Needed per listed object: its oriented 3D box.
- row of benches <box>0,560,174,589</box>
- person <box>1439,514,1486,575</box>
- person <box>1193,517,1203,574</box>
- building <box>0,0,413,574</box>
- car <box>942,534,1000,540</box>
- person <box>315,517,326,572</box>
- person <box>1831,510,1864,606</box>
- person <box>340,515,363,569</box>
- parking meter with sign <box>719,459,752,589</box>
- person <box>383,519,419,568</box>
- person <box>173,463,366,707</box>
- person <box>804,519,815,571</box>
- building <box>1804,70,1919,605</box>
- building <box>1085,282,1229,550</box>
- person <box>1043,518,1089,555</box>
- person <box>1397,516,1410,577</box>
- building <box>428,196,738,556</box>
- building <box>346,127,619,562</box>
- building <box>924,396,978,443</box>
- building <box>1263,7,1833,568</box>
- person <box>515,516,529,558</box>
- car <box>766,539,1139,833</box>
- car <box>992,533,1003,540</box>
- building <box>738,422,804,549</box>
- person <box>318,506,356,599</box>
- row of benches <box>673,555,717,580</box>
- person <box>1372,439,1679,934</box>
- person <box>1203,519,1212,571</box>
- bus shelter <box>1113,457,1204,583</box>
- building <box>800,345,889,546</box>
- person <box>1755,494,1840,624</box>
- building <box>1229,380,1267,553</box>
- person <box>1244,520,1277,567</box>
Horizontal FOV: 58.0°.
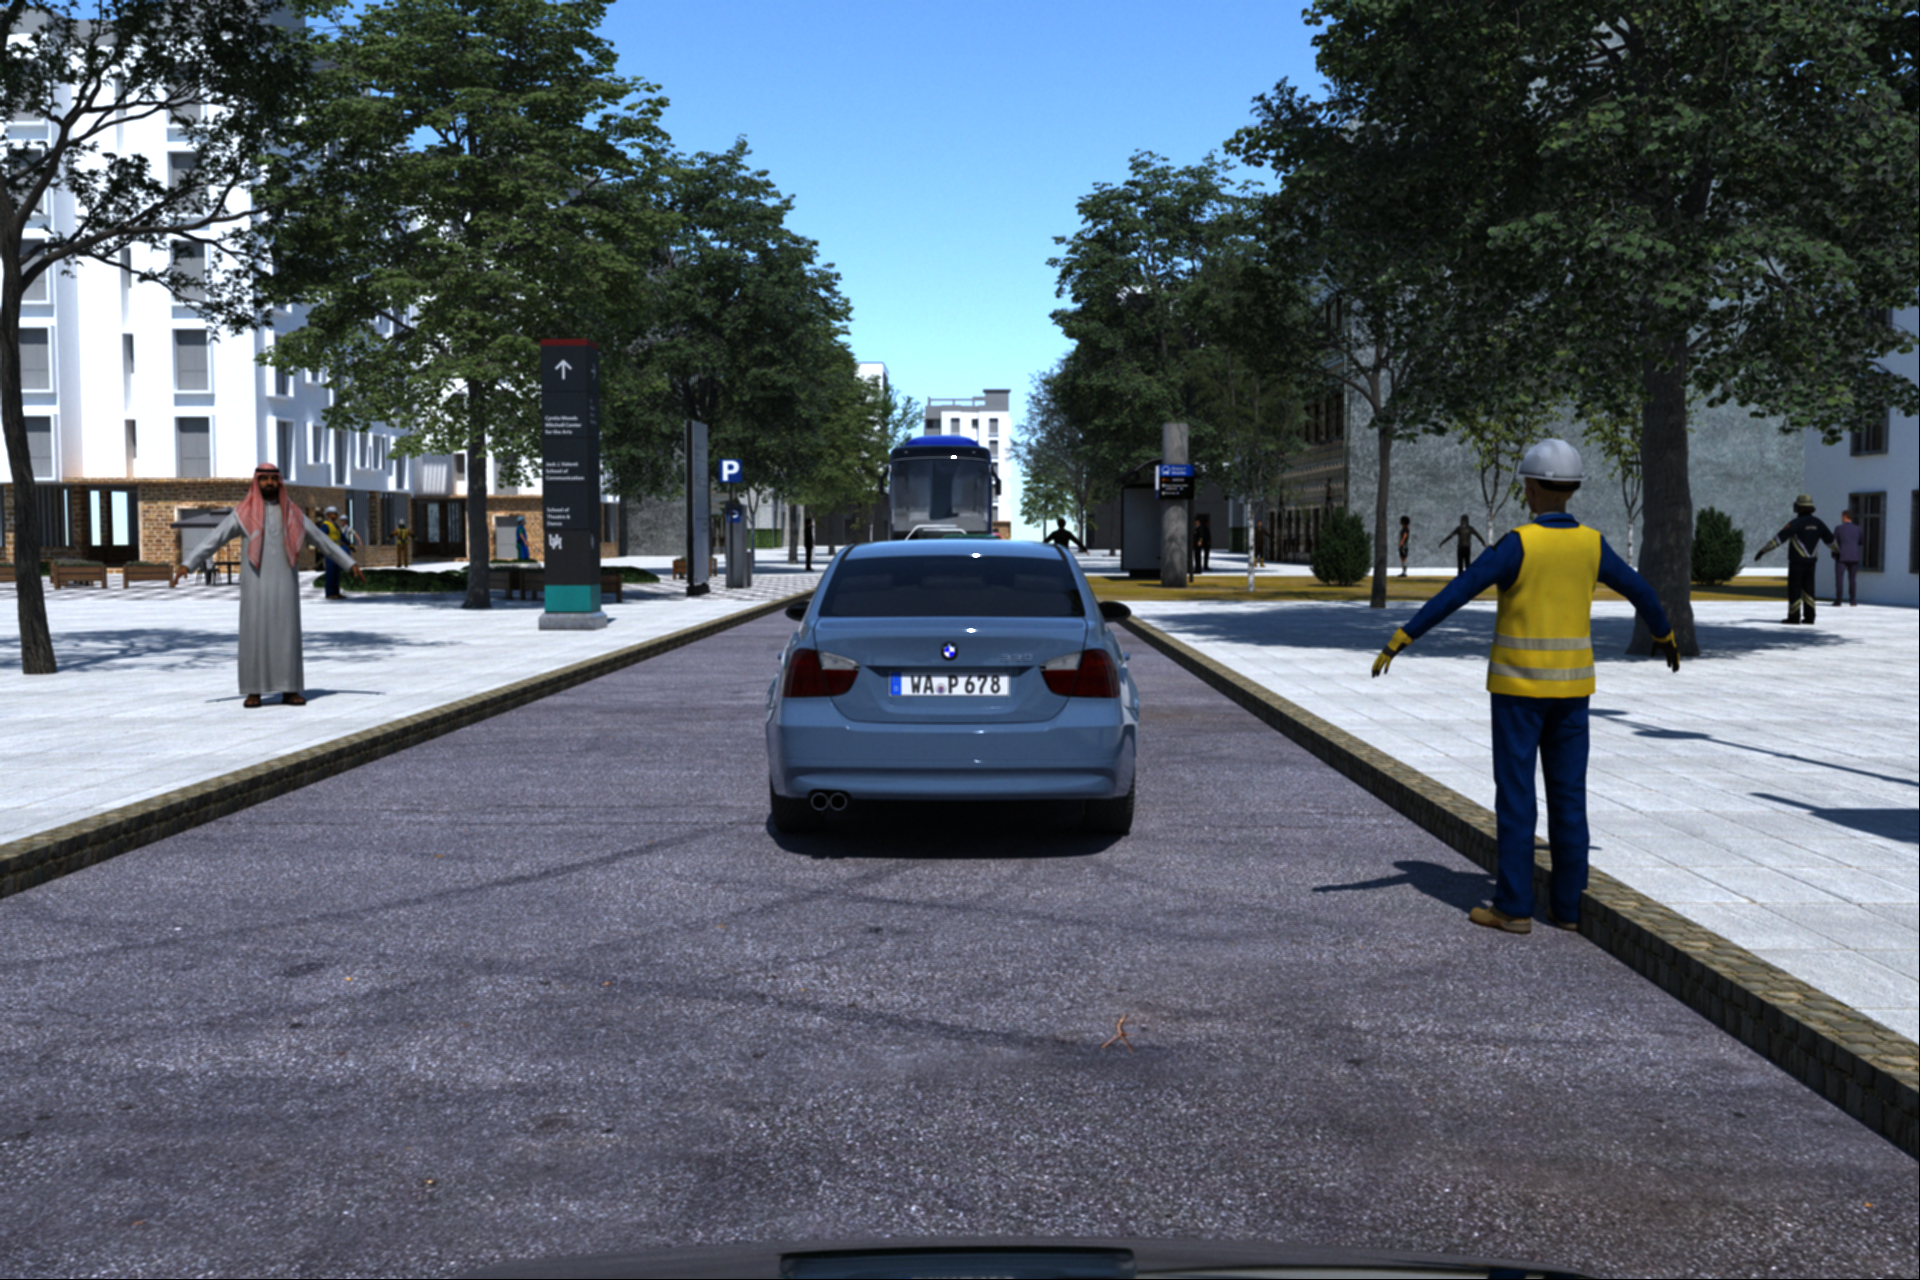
[{"bbox_3d":[-20.685,-1.535,40.561,4.104,0.672,1.422,-1,4,-22],"label":"row of benches"},{"bbox_3d":[13.524,-2.470,46.510,1.348,1.813,0.705,-1,4,-10],"label":"person"},{"bbox_3d":[7.594,-3.033,55.522,0.705,1.837,1.347,0,4,-6],"label":"person"},{"bbox_3d":[-27.560,-12.310,57.696,16.016,20.090,11.380,0,4,1],"label":"building"},{"bbox_3d":[0.232,-1.607,38.073,2.131,1.459,4.920,0,4,1],"label":"car"},{"bbox_3d":[-21.808,-3.258,59.050,0.705,1.856,1.354,0,4,4],"label":"person"},{"bbox_3d":[15.779,-1.458,30.808,0.541,1.710,0.530,1,4,19],"label":"person"},{"bbox_3d":[-18.078,-2.751,50.829,1.347,1.847,0.705,1,4,16],"label":"person"},{"bbox_3d":[-5.281,-2.742,41.091,0.543,3.016,1.738,0,4,3],"label":"parking meter with sign"},{"bbox_3d":[-21.278,-3.687,66.043,1.354,1.858,0.705,-2,4,-32],"label":"person"},{"bbox_3d":[-5.149,-0.415,12.936,1.347,1.811,0.704,-2,4,-30],"label":"person"},{"bbox_3d":[-5.235,-3.308,60.274,0.705,1.806,1.347,-1,4,-10],"label":"person"},{"bbox_3d":[21.679,-4.865,21.698,9.099,9.664,28.070,0,4,1],"label":"building"},{"bbox_3d":[25.172,-19.146,157.019,27.936,21.610,32.646,0,4,0],"label":"building"},{"bbox_3d":[2.442,-2.024,41.739,1.347,1.806,0.705,0,4,2],"label":"person"},{"bbox_3d":[13.224,-2.787,51.713,0.704,1.843,1.345,1,4,14],"label":"person"},{"bbox_3d":[-24.457,-16.977,108.498,19.493,23.208,18.063,0,4,0],"label":"building"},{"bbox_3d":[-23.892,-13.787,81.844,16.016,20.090,11.380,0,4,2],"label":"building"},{"bbox_3d":[-4.363,-22.655,229.293,11.380,20.090,16.016,0,4,-5],"label":"building"},{"bbox_3d":[23.893,-14.856,73.822,19.493,23.208,18.063,0,4,0],"label":"building"},{"bbox_3d":[-12.972,-2.767,51.369,0.704,1.817,1.347,-1,4,-19],"label":"person"},{"bbox_3d":[-0.018,0.147,9.599,2.014,1.417,4.499,0,4,1],"label":"car"},{"bbox_3d":[1.450,-4.954,90.045,2.155,1.783,4.494,0,4,-1],"label":"car"},{"bbox_3d":[-24.869,-18.405,167.381,16.747,18.905,31.486,0,3,0],"label":"building"},{"bbox_3d":[-12.447,-1.741,34.436,0.705,1.833,1.349,1,4,9],"label":"person"},{"bbox_3d":[-7.725,-2.144,50.522,1.422,0.672,4.104,0,4,1],"label":"row of benches"},{"bbox_3d":[2.093,0.158,6.338,1.216,1.772,0.721,-1,4,-11],"label":"person"},{"bbox_3d":[8.706,-3.343,60.881,0.704,1.802,1.346,1,4,10],"label":"person"},{"bbox_3d":[5.454,-3.320,48.206,2.014,3.302,5.546,0,4,1],"label":"bus shelter"},{"bbox_3d":[-23.073,-22.020,204.005,27.936,21.610,32.646,0,4,0],"label":"building"},{"bbox_3d":[11.985,-1.150,24.677,1.351,1.845,0.704,-1,4,-12],"label":"person"},{"bbox_3d":[27.241,-14.685,106.559,16.747,18.905,31.486,0,4,1],"label":"building"},{"bbox_3d":[11.681,-3.755,67.535,1.346,1.812,0.704,-1,4,-10],"label":"person"}]
